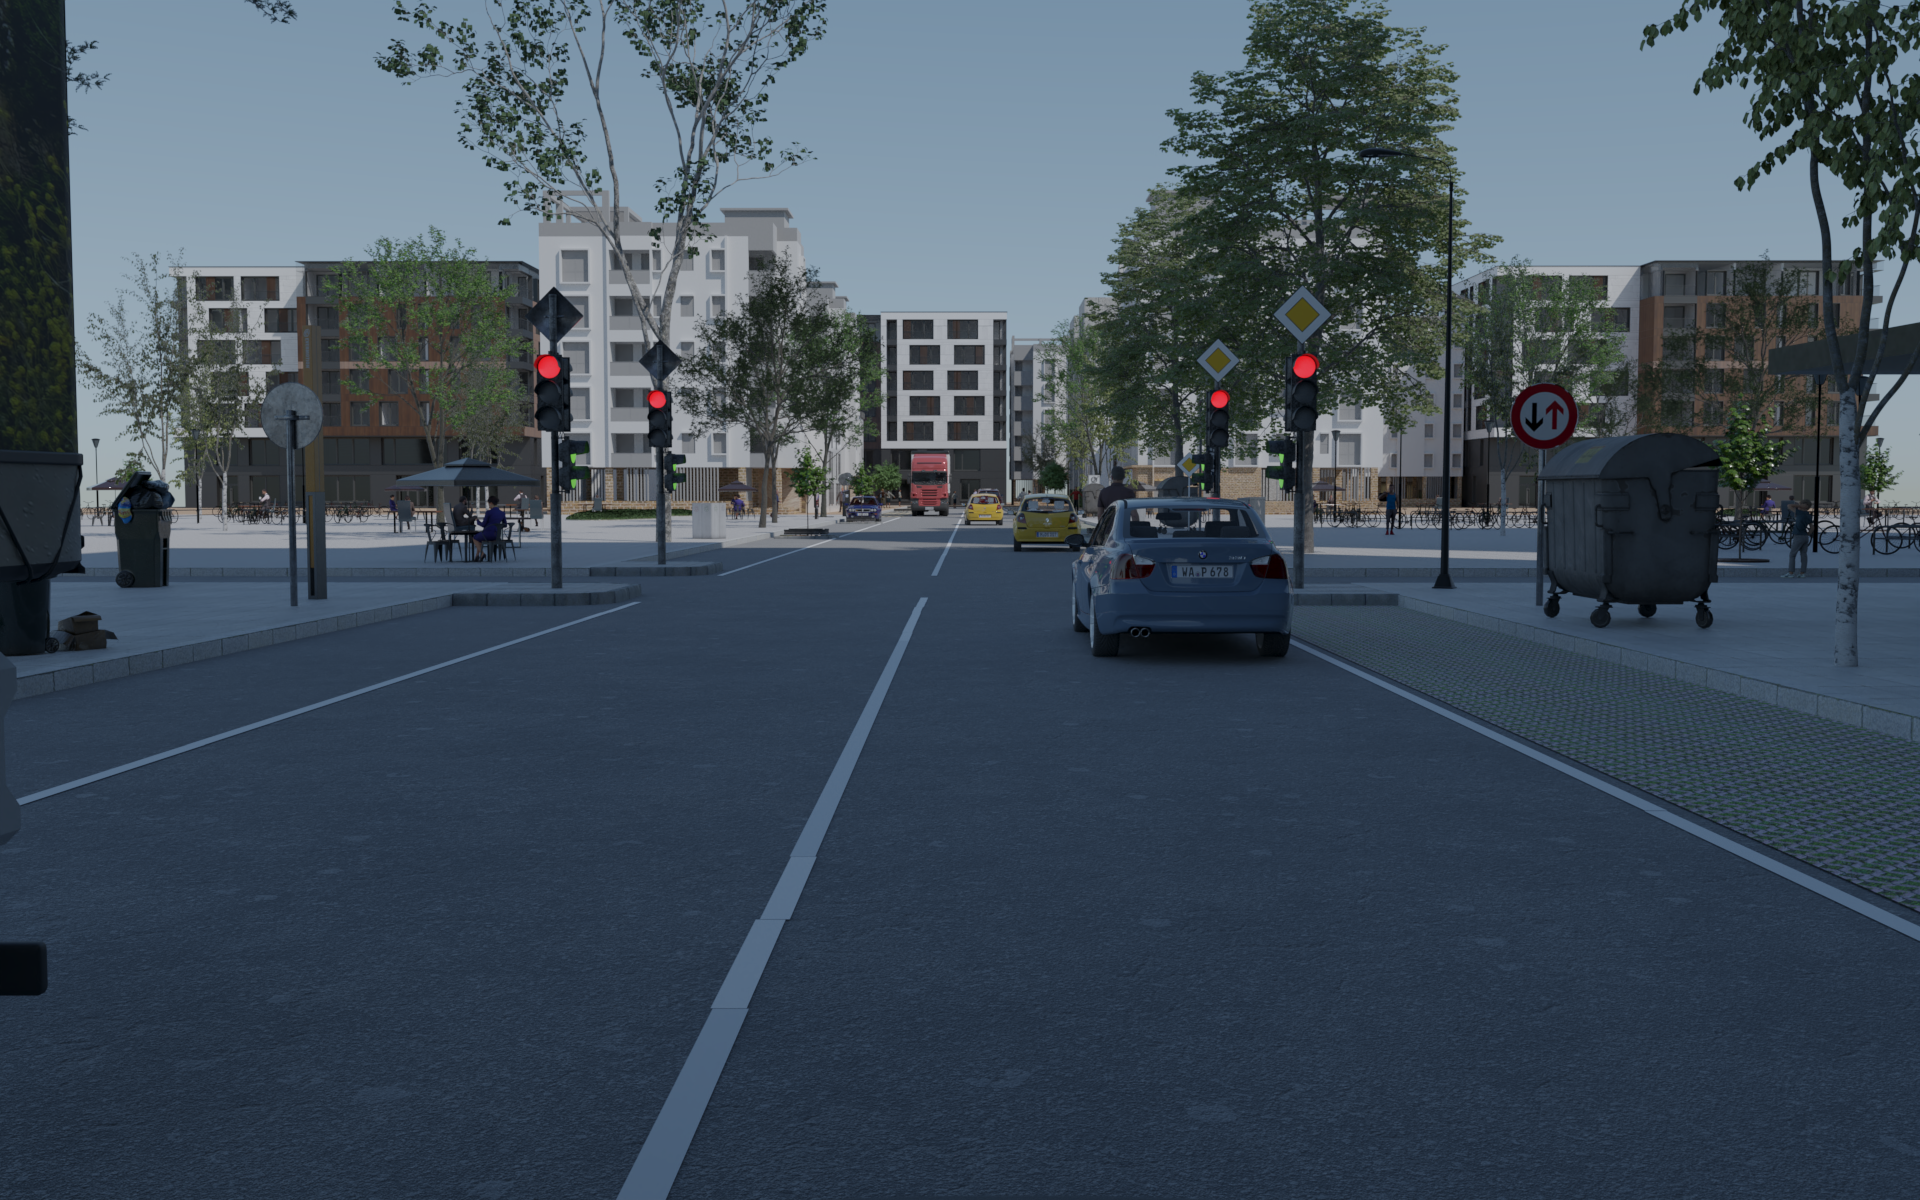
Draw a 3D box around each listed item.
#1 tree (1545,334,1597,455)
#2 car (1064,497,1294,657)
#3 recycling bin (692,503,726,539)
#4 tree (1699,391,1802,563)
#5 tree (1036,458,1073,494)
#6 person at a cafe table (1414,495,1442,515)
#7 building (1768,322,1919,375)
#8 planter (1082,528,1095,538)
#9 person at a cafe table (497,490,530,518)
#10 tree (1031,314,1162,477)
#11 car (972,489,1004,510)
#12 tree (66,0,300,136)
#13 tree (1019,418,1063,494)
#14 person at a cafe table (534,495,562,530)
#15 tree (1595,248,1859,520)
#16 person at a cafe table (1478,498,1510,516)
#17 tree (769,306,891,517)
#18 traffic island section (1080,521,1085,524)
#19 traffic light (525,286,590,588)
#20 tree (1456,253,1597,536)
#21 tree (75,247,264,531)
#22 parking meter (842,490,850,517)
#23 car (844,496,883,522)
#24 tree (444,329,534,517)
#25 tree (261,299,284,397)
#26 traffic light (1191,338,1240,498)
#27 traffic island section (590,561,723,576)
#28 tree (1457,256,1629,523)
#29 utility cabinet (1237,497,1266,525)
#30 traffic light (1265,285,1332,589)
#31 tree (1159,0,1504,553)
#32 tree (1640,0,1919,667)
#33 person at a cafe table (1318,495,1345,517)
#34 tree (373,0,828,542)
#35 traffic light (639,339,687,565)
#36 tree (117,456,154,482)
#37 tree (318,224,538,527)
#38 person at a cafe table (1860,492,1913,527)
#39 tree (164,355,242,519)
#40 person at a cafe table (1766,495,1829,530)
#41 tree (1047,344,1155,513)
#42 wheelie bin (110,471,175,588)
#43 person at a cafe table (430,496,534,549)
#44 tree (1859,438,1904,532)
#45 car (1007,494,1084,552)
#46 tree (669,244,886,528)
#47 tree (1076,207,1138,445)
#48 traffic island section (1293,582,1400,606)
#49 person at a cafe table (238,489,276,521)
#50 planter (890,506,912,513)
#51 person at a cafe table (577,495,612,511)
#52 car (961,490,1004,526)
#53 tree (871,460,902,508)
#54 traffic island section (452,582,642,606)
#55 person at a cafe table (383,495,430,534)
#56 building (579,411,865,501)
[{"bbox_3d":[35.776,-9.835,95.206,8.767,10.594,7.601,0,4,7],"label":"tree"},{"bbox_3d":[2.030,-0.278,16.540,2.014,1.417,4.499,0,4,0],"label":"car"},{"bbox_3d":[-7.212,-2.277,49.784,0.722,1.027,0.722,2,4,26],"label":"recycling bin"},{"bbox_3d":[14.727,-2.340,32.857,1.663,3.219,1.824,0,3,0],"label":"tree"},{"bbox_3d":[8.548,-10.453,154.617,4.285,4.588,4.351,0,3,0],"label":"tree"},{"bbox_3d":[28.625,-5.737,104.659,1.698,1.238,1.726,-1,4,-10],"label":"person at a cafe table"},{"bbox_3d":[20.227,-21.428,4.965,22.147,44.769,28.867,0,4,0],"label":"building"},{"bbox_3d":[4.876,-2.218,57.406,1.991,0.319,1.994,0,4,0],"label":"planter"},{"bbox_3d":[-23.683,-5.166,92.972,1.698,1.524,1.622,-3,5,-41],"label":"person at a cafe table"},{"bbox_3d":[7.917,-10.629,99.544,9.928,11.665,9.643,0,3,0],"label":"tree"},{"bbox_3d":[1.988,-7.008,123.257,2.281,1.827,5.304,0,4,-1],"label":"car"},{"bbox_3d":[-8.656,-6.220,12.074,12.009,13.543,11.850,0,3,0],"label":"tree"},{"bbox_3d":[8.288,-13.294,167.719,4.360,8.622,3.978,0,3,0],"label":"tree"},{"bbox_3d":[-15.315,-3.168,62.665,1.698,1.238,1.726,-1,4,-11],"label":"person at a cafe table"},{"bbox_3d":[30.139,-8.090,66.676,8.767,10.594,7.601,0,4,6],"label":"tree"},{"bbox_3d":[31.877,-5.609,102.570,1.726,1.238,1.698,-3,5,-39],"label":"person at a cafe table"},{"bbox_3d":[-7.414,-10.375,95.386,9.928,11.665,9.643,0,3,0],"label":"tree"},{"bbox_3d":[5.072,-3.761,84.355,1.991,0.108,1.994,0,4,0],"label":"traffic island section"},{"bbox_3d":[-5.478,-2.114,23.493,0.839,4.253,0.868,0,4,0],"label":"traffic light"},{"bbox_3d":[16.820,-6.272,52.902,4.360,8.622,3.978,0,3,0],"label":"tree"},{"bbox_3d":[-23.815,-6.160,51.082,4.360,8.622,3.978,0,3,0],"label":"tree"},{"bbox_3d":[-6.971,-6.030,106.993,0.372,1.533,0.369,0,3,0],"label":"parking meter"},{"bbox_3d":[-4.870,-4.607,87.905,1.945,1.354,3.894,0,4,-1],"label":"car"},{"bbox_3d":[-20.848,-7.699,76.237,4.360,8.622,3.978,0,3,0],"label":"tree"},{"bbox_3d":[-25.612,-6.714,60.129,4.360,8.622,3.978,0,3,0],"label":"tree"},{"bbox_3d":[4.641,-2.599,31.420,0.839,4.253,0.868,0,4,0],"label":"traffic light"},{"bbox_3d":[-5.460,-0.571,31.613,2.009,0.180,2.903,0,4,0],"label":"traffic island section"},{"bbox_3d":[25.546,-9.203,76.231,9.928,11.665,9.643,0,3,0],"label":"tree"},{"bbox_3d":[6.415,-1.653,38.187,0.306,1.237,1.020,2,4,30],"label":"utility cabinet"},{"bbox_3d":[4.583,-2.111,23.435,0.839,4.253,0.868,0,4,0],"label":"traffic light"},{"bbox_3d":[7.921,-7.299,37.467,7.486,12.596,7.792,0,3,0],"label":"tree"},{"bbox_3d":[6.644,-3.797,12.446,4.737,8.622,4.395,0,3,0],"label":"tree"},{"bbox_3d":[20.656,-5.257,96.812,1.698,1.238,1.726,2,4,24],"label":"person at a cafe table"},{"bbox_3d":[-8.972,-11.687,46.979,12.611,20.169,13.585,0,3,0],"label":"tree"},{"bbox_3d":[-5.420,-2.603,31.478,0.839,4.253,0.868,0,4,0],"label":"traffic light"},{"bbox_3d":[-39.632,-5.422,83.251,1.663,3.219,1.824,0,3,0],"label":"tree"},{"bbox_3d":[-20.696,-8.710,68.156,9.928,11.665,9.643,0,3,0],"label":"tree"},{"bbox_3d":[35.641,-3.586,67.141,1.698,1.524,1.622,-2,4,-31],"label":"person at a cafe table"},{"bbox_3d":[-38.814,-8.439,88.336,4.737,8.622,4.395,0,3,0],"label":"tree"},{"bbox_3d":[27.374,-2.812,56.834,1.698,1.238,1.726,3,5,39],"label":"person at a cafe table"},{"bbox_3d":[7.588,-8.252,85.278,4.737,8.622,4.395,0,3,0],"label":"tree"},{"bbox_3d":[-11.277,-0.982,23.960,0.693,1.594,0.980,-1,4,-9],"label":"wheelie bin"},{"bbox_3d":[-11.373,-1.855,41.185,1.726,1.238,1.698,-3,4,-38],"label":"person at a cafe table"},{"bbox_3d":[31.680,-3.983,59.730,1.663,3.219,1.824,0,3,0],"label":"tree"},{"bbox_3d":[2.214,-2.100,44.563,2.015,1.641,3.980,0,4,2],"label":"car"},{"bbox_3d":[-7.302,-7.999,65.189,8.767,10.594,7.601,-3,5,-40],"label":"tree"},{"bbox_3d":[7.764,-8.913,63.849,7.486,12.596,7.792,0,3,0],"label":"tree"},{"bbox_3d":[4.623,-0.078,23.549,2.009,0.180,2.903,0,4,0],"label":"traffic island section"},{"bbox_3d":[-33.725,-4.567,83.182,1.622,1.524,1.698,-1,4,-19],"label":"person at a cafe table"},{"bbox_3d":[-4.389,-6.867,133.408,1.991,0.319,1.994,0,4,0],"label":"planter"},{"bbox_3d":[-19.910,-5.122,94.607,1.698,1.238,1.726,-1,4,-21],"label":"person at a cafe table"},{"bbox_3d":[1.081,-4.288,80.324,2.015,1.641,3.980,0,4,-1],"label":"car"},{"bbox_3d":[-6.995,-11.095,165.115,4.285,4.588,4.351,0,3,0],"label":"tree"},{"bbox_3d":[-5.518,-0.082,23.628,2.009,0.180,2.903,0,4,0],"label":"traffic island section"},{"bbox_3d":[-18.078,-2.820,56.969,1.698,1.238,1.726,0,4,-3],"label":"person at a cafe table"},{"bbox_3d":[-23.990,-14.314,176.173,28.070,9.664,9.099,0,4,0],"label":"building"}]
